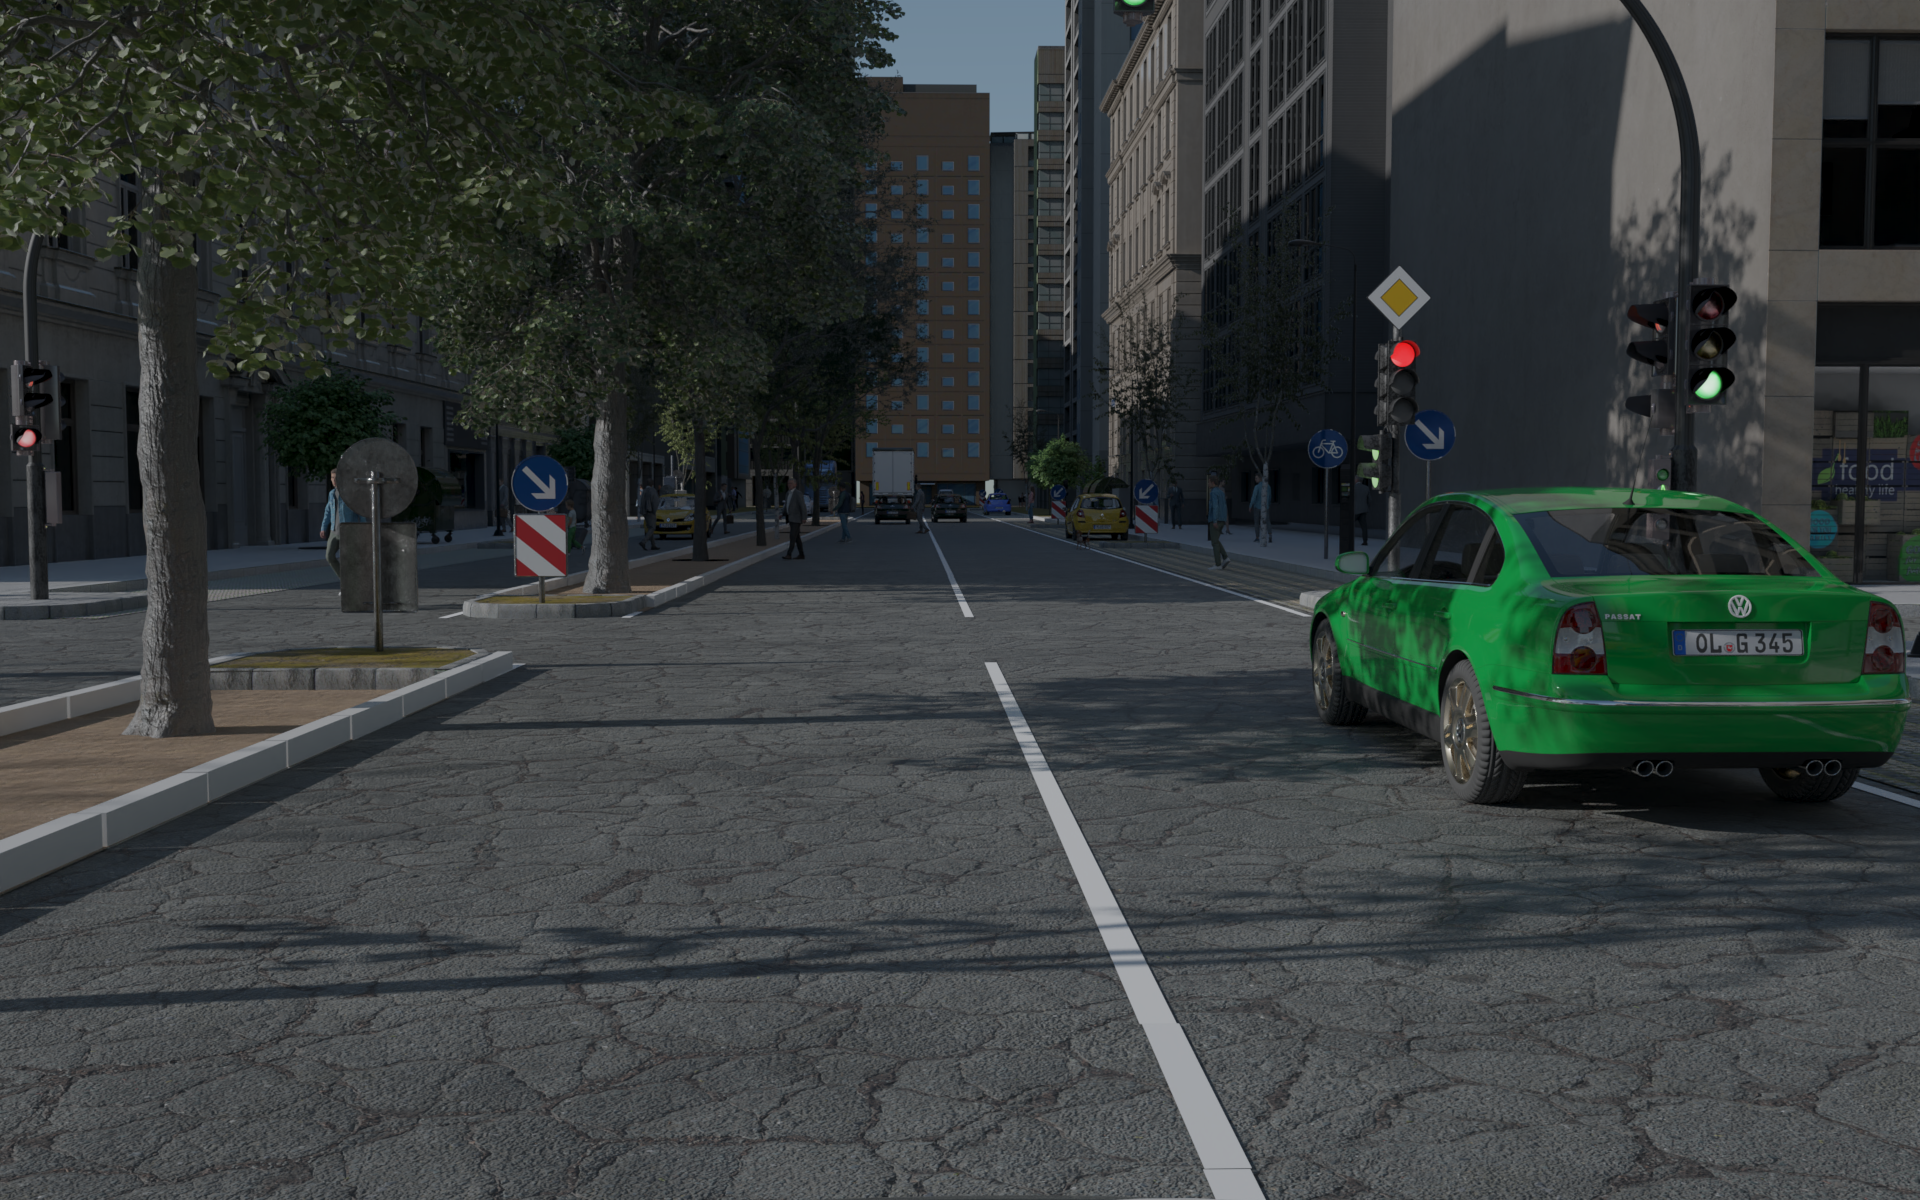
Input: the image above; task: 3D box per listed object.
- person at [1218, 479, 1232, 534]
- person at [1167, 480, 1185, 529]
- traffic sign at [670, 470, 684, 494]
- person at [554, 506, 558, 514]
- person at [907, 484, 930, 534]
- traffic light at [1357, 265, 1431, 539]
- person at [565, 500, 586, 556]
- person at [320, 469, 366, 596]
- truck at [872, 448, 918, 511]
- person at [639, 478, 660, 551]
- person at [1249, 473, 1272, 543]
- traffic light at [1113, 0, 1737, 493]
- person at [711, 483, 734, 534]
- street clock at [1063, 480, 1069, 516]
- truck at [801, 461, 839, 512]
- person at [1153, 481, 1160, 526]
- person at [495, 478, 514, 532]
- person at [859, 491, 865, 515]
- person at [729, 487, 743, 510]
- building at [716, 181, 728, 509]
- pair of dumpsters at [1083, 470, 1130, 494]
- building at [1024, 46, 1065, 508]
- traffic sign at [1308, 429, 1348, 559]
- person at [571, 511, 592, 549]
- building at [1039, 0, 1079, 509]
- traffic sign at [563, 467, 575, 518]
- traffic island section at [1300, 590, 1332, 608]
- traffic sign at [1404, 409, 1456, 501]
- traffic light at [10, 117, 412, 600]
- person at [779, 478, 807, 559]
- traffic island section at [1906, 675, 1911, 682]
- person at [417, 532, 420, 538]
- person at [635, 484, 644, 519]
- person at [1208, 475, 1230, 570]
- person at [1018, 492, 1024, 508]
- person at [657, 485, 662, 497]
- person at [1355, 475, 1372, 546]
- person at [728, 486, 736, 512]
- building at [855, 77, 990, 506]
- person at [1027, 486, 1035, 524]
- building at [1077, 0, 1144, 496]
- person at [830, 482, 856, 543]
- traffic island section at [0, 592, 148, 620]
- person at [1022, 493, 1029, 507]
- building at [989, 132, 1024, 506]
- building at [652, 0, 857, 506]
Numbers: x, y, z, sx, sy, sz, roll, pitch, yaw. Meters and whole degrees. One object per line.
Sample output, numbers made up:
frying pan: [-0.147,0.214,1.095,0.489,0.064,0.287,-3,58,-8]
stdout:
person: [8.376,-2.980,55.113,0.374,1.781,0.599,-2,4,-31]
person: [7.927,-3.515,63.690,0.661,1.801,0.590,0,4,6]
traffic sign: [-14.928,-5.577,91.294,0.768,2.556,0.104,0,4,6]
person: [-16.817,-4.012,72.647,0.522,1.701,0.512,2,4,32]
person: [-1.487,-3.323,62.958,0.853,1.813,0.709,1,4,10]
traffic light: [5.371,-1.988,21.424,0.839,4.253,0.868,0,4,-2]
person: [-9.001,-1.687,40.329,0.590,1.304,0.306,-2,4,-26]
person: [-8.576,-0.935,24.132,0.601,1.785,0.444,1,4,22]
truck: [-4.149,-7.409,110.045,2.839,4.237,11.283,0,4,-1]
person: [-7.893,-2.174,44.139,0.679,1.850,0.850,2,4,33]
person: [7.993,-2.447,45.919,0.638,1.841,0.748,-1,4,-12]
traffic light: [3.502,-2.359,13.244,4.771,5.953,1.251,0,4,-2]
person: [-8.560,-3.287,62.205,0.822,1.834,0.622,3,4,38]
street clock: [5.446,-5.182,89.292,0.358,2.002,0.471,0,4,3]
truck: [-11.216,-9.492,144.957,2.967,4.110,18.799,0,4,-1]
person: [7.775,-3.847,69.207,0.793,1.790,0.793,-2,4,-27]
person: [-15.303,-3.166,57.922,0.709,1.813,0.853,3,5,41]
person: [-6.644,-6.545,116.988,0.415,1.643,0.593,-2,4,-30]
person: [-18.075,-8.184,139.480,1.348,1.869,0.705,1,4,22]
building: [-27.496,-22.899,146.096,14.160,30.474,14.107,0,4,-2]
pair of dumpsters: [6.103,-4.253,72.038,1.574,2.255,4.437,0,4,-2]
building: [13.769,-29.268,162.122,14.154,41.232,14.086,0,4,-2]
traffic sign: [7.227,-2.080,34.117,0.768,2.556,0.104,0,4,5]
person: [-9.627,-2.243,45.393,0.699,1.804,1.509,3,5,44]
building: [17.568,-43.145,143.680,20.563,71.187,20.611,0,4,-2]
traffic sign: [-14.615,-3.810,64.426,0.606,2.300,0.079,0,4,3]
traffic island section: [5.411,0.045,21.540,2.009,0.180,2.903,0,4,-2]
traffic sign: [7.070,-1.593,26.148,0.768,2.556,0.104,0,4,1]
traffic light: [-9.095,-2.837,21.047,4.771,5.953,1.251,0,4,-2]
person: [-3.675,-1.764,37.741,0.661,1.777,0.834,3,4,38]
traffic island section: [5.631,0.534,13.557,2.009,0.180,2.903,0,4,-2]
person: [-15.728,-2.649,49.781,0.534,1.772,0.576,0,4,2]
person: [-16.520,-5.127,89.956,0.778,1.811,0.616,1,4,20]
person: [4.862,-1.453,32.599,0.444,1.785,0.601,3,5,39]
person: [5.733,-9.361,162.290,0.799,1.438,0.628,3,4,39]
person: [-17.397,-5.763,100.398,1.348,1.807,0.705,1,4,20]
person: [9.947,-2.264,43.463,0.661,1.777,0.834,-2,4,-27]
person: [-16.730,-7.399,126.890,0.599,1.838,0.709,-2,4,-28]
building: [-4.158,-32.994,189.566,14.200,45.320,14.600,0,4,-2]
person: [3.455,-4.606,83.815,0.388,1.821,0.555,1,4,11]
building: [18.668,-35.307,119.273,21.231,58.520,28.212,0,4,-2]
person: [-3.384,-2.546,50.467,0.721,1.781,0.623,0,4,7]
traffic island section: [-11.224,0.073,21.088,2.009,0.180,2.903,0,4,-2]
person: [6.528,-9.930,171.586,0.799,1.438,0.628,-3,4,-36]
building: [9.995,-30.943,189.508,14.086,41.232,14.154,0,4,-2]
building: [-22.099,-46.065,191.413,20.611,71.187,20.563,0,4,-2]
